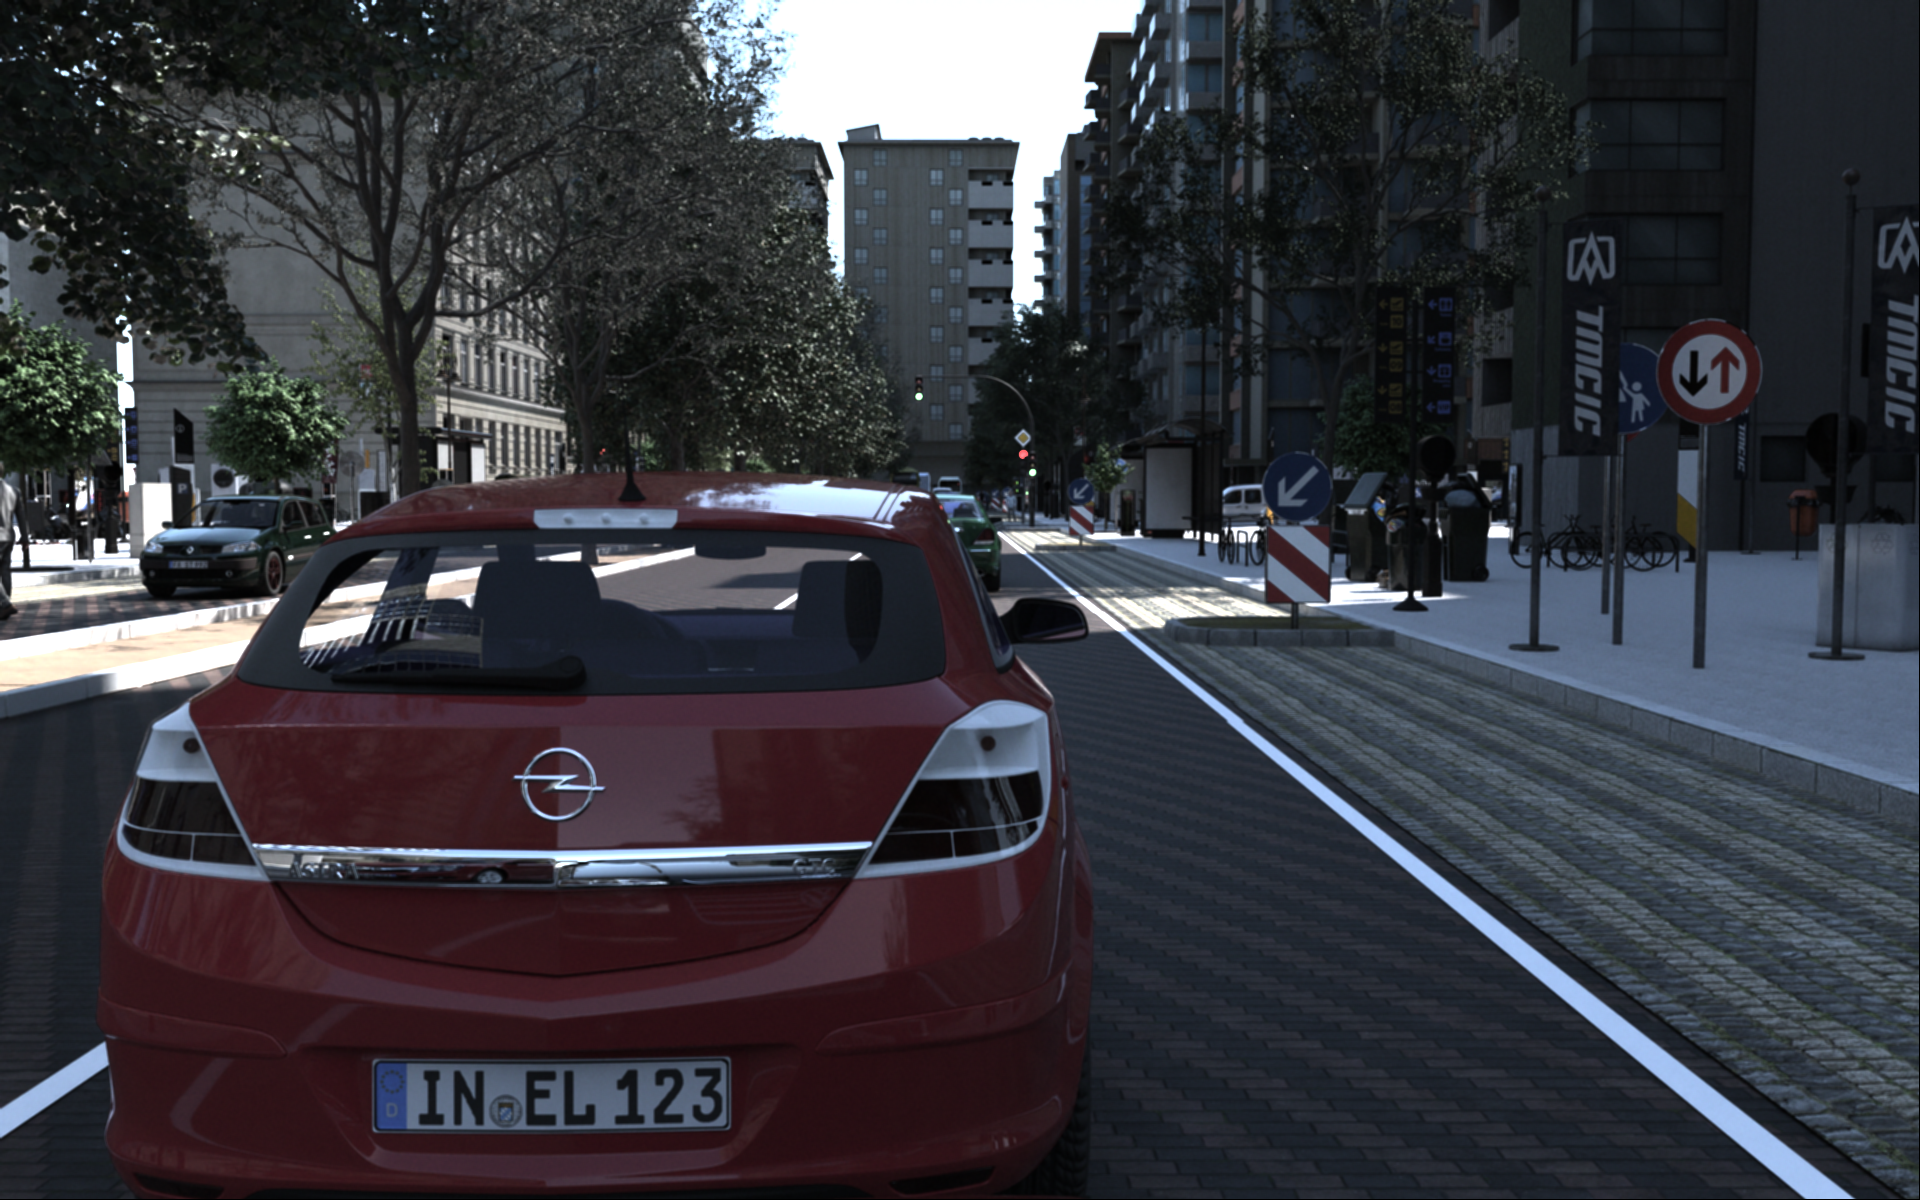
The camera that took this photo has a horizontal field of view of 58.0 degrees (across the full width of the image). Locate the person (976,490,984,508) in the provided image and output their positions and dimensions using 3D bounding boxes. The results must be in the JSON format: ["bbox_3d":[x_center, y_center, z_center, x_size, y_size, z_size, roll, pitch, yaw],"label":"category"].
[{"bbox_3d":[2.193,-10.007,172.129,1.348,1.822,0.705,-1,4,-8],"label":"person"}]

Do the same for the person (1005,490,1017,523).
[{"bbox_3d":[2.390,-4.345,81.348,0.589,1.601,0.330,1,4,14],"label":"person"}]

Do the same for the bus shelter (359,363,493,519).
[{"bbox_3d":[-17.243,-4.768,55.596,2.179,5.291,8.768,0,3,0],"label":"bus shelter"}]

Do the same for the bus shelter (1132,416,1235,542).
[{"bbox_3d":[6.127,-3.299,47.858,2.014,3.302,5.546,0,3,0],"label":"bus shelter"}]

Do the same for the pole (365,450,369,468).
[{"bbox_3d":[-27.354,-5.269,79.984,0.158,3.312,0.155,0,3,0],"label":"pole"}]

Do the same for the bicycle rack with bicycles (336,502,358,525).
[{"bbox_3d":[-27.541,-3.796,75.441,2.925,0.926,2.852,-2,4,-24],"label":"bicycle rack with bicycles"}]

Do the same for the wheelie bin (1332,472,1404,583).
[{"bbox_3d":[6.072,-1.071,25.426,0.693,1.594,0.980,-1,4,-19],"label":"wheelie bin"}]

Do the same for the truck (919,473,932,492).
[{"bbox_3d":[-5.202,-13.709,213.898,2.967,4.110,18.799,0,4,1],"label":"truck"}]

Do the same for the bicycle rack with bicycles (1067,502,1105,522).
[{"bbox_3d":[6.431,-4.078,80.054,2.925,0.926,2.852,-2,4,-34],"label":"bicycle rack with bicycles"}]

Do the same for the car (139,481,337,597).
[{"bbox_3d":[-10.457,-0.956,25.417,2.009,1.686,4.222,0,4,-1],"label":"car"}]

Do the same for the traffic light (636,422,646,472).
[{"bbox_3d":[-11.668,-6.107,74.520,4.771,5.953,1.251,0,4,0],"label":"traffic light"}]

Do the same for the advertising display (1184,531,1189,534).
[{"bbox_3d":[7.102,-3.086,55.664,0.123,1.923,0.974,-2,4,-27],"label":"advertising display"}]

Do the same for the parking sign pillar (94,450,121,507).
[{"bbox_3d":[-42.754,-6.008,86.707,1.447,3.967,1.447,2,4,28],"label":"parking sign pillar"}]

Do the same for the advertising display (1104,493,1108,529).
[{"bbox_3d":[5.362,-3.564,63.482,0.123,1.923,0.974,0,4,4],"label":"advertising display"}]

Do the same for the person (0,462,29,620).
[{"bbox_3d":[-11.071,-0.688,19.868,0.853,1.813,0.709,1,4,20],"label":"person"}]

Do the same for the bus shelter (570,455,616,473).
[{"bbox_3d":[-16.445,-5.277,80.198,2.014,3.302,5.546,0,4,0],"label":"bus shelter"}]

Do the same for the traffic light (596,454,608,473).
[{"bbox_3d":[-13.715,-4.744,66.489,0.839,4.253,0.868,0,4,0],"label":"traffic light"}]

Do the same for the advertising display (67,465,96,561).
[{"bbox_3d":[-17.101,-1.745,33.747,0.123,1.923,0.974,0,4,-5],"label":"advertising display"}]

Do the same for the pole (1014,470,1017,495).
[{"bbox_3d":[4.693,-9.294,145.803,0.158,3.312,0.155,0,3,0],"label":"pole"}]

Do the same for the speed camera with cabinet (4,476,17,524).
[{"bbox_3d":[-41.588,-4.953,75.313,0.660,3.252,2.038,-3,5,-42],"label":"speed camera with cabinet"}]

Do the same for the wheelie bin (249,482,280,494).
[{"bbox_3d":[-18.144,-2.287,45.292,0.980,1.594,0.693,-1,4,-22],"label":"wheelie bin"}]

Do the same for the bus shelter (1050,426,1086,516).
[{"bbox_3d":[6.388,-7.494,100.160,2.179,5.291,8.768,0,4,0],"label":"bus shelter"}]

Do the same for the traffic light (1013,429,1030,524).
[{"bbox_3d":[2.702,-5.239,74.580,0.839,4.253,0.868,0,4,0],"label":"traffic light"}]

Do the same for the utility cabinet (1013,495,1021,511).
[{"bbox_3d":[4.456,-7.427,132.600,1.020,1.237,0.306,2,4,27],"label":"utility cabinet"}]

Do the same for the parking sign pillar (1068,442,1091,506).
[{"bbox_3d":[6.043,-6.050,87.397,1.447,3.967,1.447,-1,4,-10],"label":"parking sign pillar"}]

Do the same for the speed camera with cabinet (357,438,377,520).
[{"bbox_3d":[-20.879,-4.076,60.984,0.660,3.252,2.038,-1,4,-18],"label":"speed camera with cabinet"}]

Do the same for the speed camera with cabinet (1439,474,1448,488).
[{"bbox_3d":[21.222,-4.883,74.169,2.038,3.252,0.660,0,4,6],"label":"speed camera with cabinet"}]

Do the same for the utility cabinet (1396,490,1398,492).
[{"bbox_3d":[20.008,-4.336,79.574,1.173,1.500,0.318,2,4,33],"label":"utility cabinet"}]

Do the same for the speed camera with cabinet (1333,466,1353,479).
[{"bbox_3d":[11.601,-3.444,50.643,0.660,3.252,2.038,3,4,39],"label":"speed camera with cabinet"}]

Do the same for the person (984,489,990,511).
[{"bbox_3d":[2.095,-7.629,133.409,0.419,1.800,0.721,2,4,28],"label":"person"}]

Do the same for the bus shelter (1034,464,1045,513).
[{"bbox_3d":[6.194,-8.991,124.631,2.179,5.291,8.768,0,4,0],"label":"bus shelter"}]

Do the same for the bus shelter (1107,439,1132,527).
[{"bbox_3d":[6.528,-4.314,64.453,2.014,3.302,5.546,0,4,0],"label":"bus shelter"}]

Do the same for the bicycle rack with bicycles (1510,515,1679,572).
[{"bbox_3d":[10.930,-0.991,29.591,2.925,0.926,2.852,1,4,11],"label":"bicycle rack with bicycles"}]

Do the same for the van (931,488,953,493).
[{"bbox_3d":[-1.190,-6.448,112.434,2.013,2.044,4.112,0,4,-2],"label":"van"}]

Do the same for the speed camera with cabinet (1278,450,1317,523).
[{"bbox_3d":[14.995,-5.055,76.979,2.038,3.252,0.660,0,4,4],"label":"speed camera with cabinet"}]

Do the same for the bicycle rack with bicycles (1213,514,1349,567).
[{"bbox_3d":[5.879,-1.099,31.347,2.852,0.926,2.925,0,4,5],"label":"bicycle rack with bicycles"}]

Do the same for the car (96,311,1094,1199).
[{"bbox_3d":[-0.671,0.257,4.841,2.155,1.783,4.494,0,4,-1],"label":"car"}]

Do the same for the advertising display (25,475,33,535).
[{"bbox_3d":[-29.220,-3.003,54.319,0.123,1.923,0.974,-3,4,-37],"label":"advertising display"}]

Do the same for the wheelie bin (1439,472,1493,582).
[{"bbox_3d":[7.434,-1.078,25.534,0.693,1.594,0.980,0,4,1],"label":"wheelie bin"}]

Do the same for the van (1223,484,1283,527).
[{"bbox_3d":[11.316,-3.940,71.426,4.112,2.044,2.013,0,4,0],"label":"van"}]

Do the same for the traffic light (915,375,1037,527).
[{"bbox_3d":[0.654,-5.613,66.442,4.771,5.953,1.251,0,4,0],"label":"traffic light"}]

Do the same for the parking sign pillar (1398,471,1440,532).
[{"bbox_3d":[15.575,-4.304,58.846,1.447,3.967,1.447,2,4,27],"label":"parking sign pillar"}]

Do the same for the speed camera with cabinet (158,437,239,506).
[{"bbox_3d":[-22.089,-3.423,50.295,2.038,3.252,0.660,-1,4,-15],"label":"speed camera with cabinet"}]

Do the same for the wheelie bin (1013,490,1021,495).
[{"bbox_3d":[4.734,-8.523,147.265,0.980,1.594,0.693,1,4,15],"label":"wheelie bin"}]

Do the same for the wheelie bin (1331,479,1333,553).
[{"bbox_3d":[8.263,-1.802,37.366,0.980,1.594,0.693,0,4,-6],"label":"wheelie bin"}]

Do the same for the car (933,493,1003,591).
[{"bbox_3d":[-0.358,-0.936,27.095,2.131,1.459,4.920,0,4,-2],"label":"car"}]
